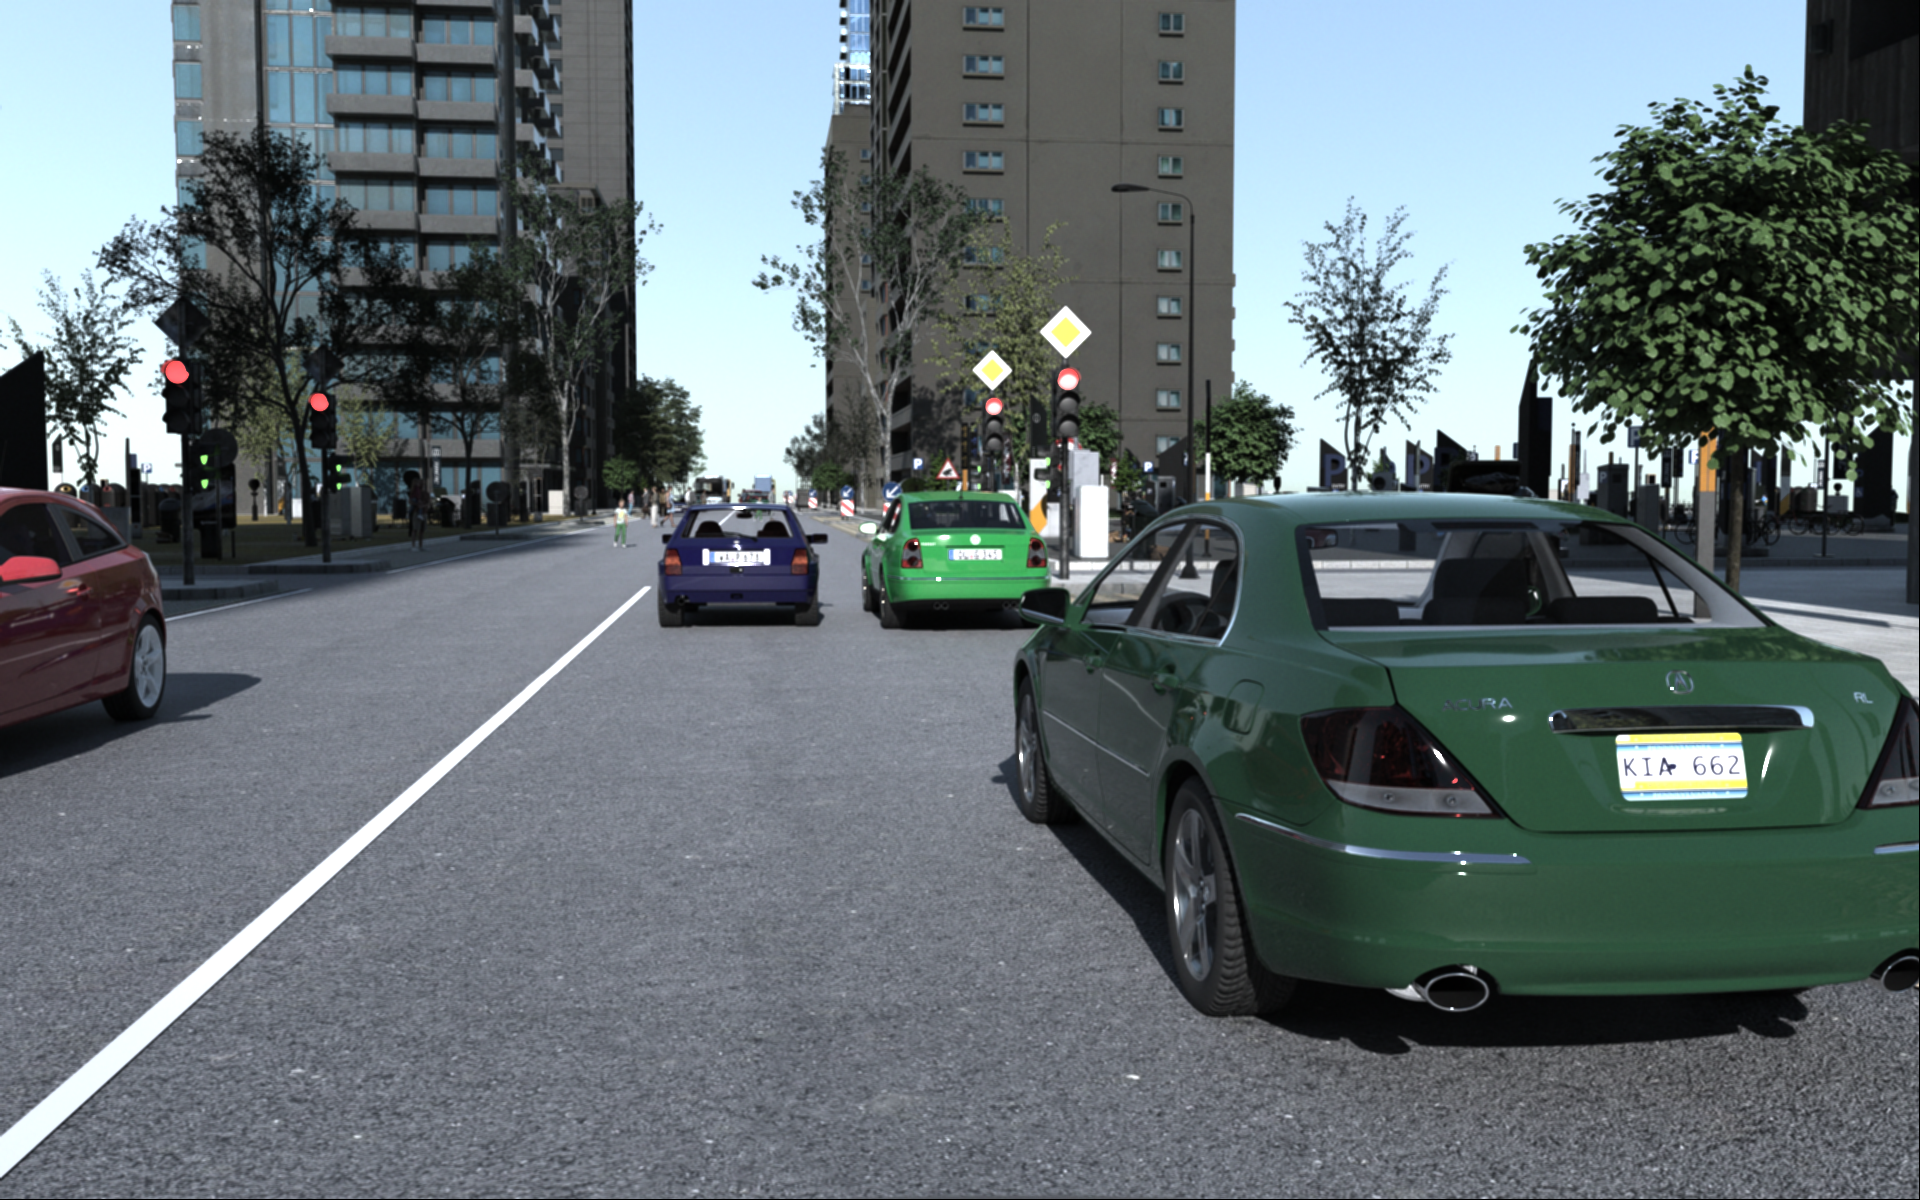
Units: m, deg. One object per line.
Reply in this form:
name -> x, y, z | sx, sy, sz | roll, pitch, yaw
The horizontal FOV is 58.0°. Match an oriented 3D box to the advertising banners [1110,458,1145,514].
advertising banners -> 8.153, -5.322, 83.208 | 2.074, 3.025, 0.090 | 0, 4, -1

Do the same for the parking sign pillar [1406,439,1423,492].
parking sign pillar -> 22.481, -5.891, 84.788 | 1.447, 3.967, 1.447 | 1, 4, 14

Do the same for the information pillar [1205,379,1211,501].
information pillar -> 5.030, -2.680, 35.173 | 0.183, 3.616, 0.504 | 0, 4, 7

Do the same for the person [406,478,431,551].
person -> -13.539, -2.129, 43.291 | 0.573, 1.828, 0.580 | 0, 4, -5

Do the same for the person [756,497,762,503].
person -> -10.415, -4.698, 89.567 | 0.590, 1.304, 0.306 | 2, 4, 35

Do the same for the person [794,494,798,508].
person -> -16.667, -10.289, 177.657 | 0.756, 1.711, 0.436 | -3, 4, -36

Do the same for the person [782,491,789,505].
person -> -18.157, -10.458, 180.012 | 0.750, 1.759, 0.617 | 0, 4, -1

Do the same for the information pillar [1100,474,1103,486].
information pillar -> 5.984, -5.000, 73.106 | 0.183, 3.616, 0.504 | 0, 4, 1

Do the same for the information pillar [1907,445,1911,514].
information pillar -> 44.292, -5.470, 80.792 | 0.183, 3.616, 0.504 | 1, 4, 18

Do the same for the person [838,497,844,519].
person -> -6.630, -5.175, 97.376 | 0.475, 1.303, 0.640 | -2, 4, -23

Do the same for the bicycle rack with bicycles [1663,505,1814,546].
bicycle rack with bicycles -> 19.307, -1.860, 43.786 | 2.925, 0.926, 2.852 | 0, 4, -5

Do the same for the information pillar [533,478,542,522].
information pillar -> -19.520, -4.624, 80.101 | 0.304, 2.012, 0.304 | -2, 4, -35

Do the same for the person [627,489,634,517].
person -> -20.417, -5.995, 107.351 | 0.643, 1.720, 0.563 | -2, 4, -35

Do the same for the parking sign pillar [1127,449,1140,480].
parking sign pillar -> 10.158, -6.980, 102.602 | 1.447, 3.967, 1.447 | -2, 4, -27

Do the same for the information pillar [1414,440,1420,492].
information pillar -> 19.758, -5.109, 74.895 | 0.183, 3.616, 0.504 | 2, 4, 35

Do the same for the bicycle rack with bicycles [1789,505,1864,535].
bicycle rack with bicycles -> 27.337, -2.542, 54.944 | 2.852, 0.926, 2.925 | -2, 4, -30

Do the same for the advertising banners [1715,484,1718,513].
advertising banners -> 32.428, -4.774, 74.247 | 0.090, 3.025, 2.074 | 2, 4, 26

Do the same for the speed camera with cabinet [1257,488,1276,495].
speed camera with cabinet -> 18.363, -6.764, 104.933 | 0.660, 3.252, 2.038 | -1, 4, -23

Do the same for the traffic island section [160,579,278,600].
traffic island section -> -10.963, -0.141, 24.586 | 2.009, 0.180, 2.903 | 0, 4, -7

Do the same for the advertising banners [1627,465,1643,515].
advertising banners -> 39.914, -6.513, 102.675 | 2.074, 3.025, 0.090 | -3, 5, -39

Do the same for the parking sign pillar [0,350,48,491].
parking sign pillar -> -17.624, -2.665, 32.051 | 1.447, 3.967, 1.447 | 2, 4, 28

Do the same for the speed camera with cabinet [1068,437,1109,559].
speed camera with cabinet -> 2.614, -2.495, 35.130 | 0.660, 3.252, 2.038 | 0, 4, -3

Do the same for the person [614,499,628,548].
person -> -9.122, -2.066, 46.525 | 0.306, 1.304, 0.590 | -2, 4, -35

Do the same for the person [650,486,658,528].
person -> -13.064, -3.968, 73.927 | 0.362, 1.759, 0.519 | 0, 4, 3

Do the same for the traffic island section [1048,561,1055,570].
traffic island section -> 0.647, -0.717, 33.999 | 2.009, 0.180, 2.903 | 0, 4, -7

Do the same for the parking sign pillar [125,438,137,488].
parking sign pillar -> -40.051, -5.824, 83.691 | 1.447, 3.967, 1.447 | -2, 4, -28

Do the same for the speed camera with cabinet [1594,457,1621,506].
speed camera with cabinet -> 34.591, -6.023, 92.809 | 2.038, 3.252, 0.660 | 3, 5, 42

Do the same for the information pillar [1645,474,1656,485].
information pillar -> 25.500, -3.639, 63.989 | 0.304, 2.012, 0.304 | 0, 4, 5

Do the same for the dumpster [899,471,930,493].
dumpster -> -1.951, -4.329, 73.278 | 1.502, 2.255, 1.985 | 0, 4, -7

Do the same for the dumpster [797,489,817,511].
dumpster -> -13.234, -8.663, 149.852 | 1.865, 1.857, 1.264 | 0, 4, -7

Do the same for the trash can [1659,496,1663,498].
trash can -> 46.457, -6.334, 115.210 | 0.748, 1.137, 0.748 | 0, 3, 0

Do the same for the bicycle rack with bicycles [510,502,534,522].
bicycle rack with bicycles -> -21.450, -4.176, 81.657 | 2.925, 0.926, 2.852 | -1, 4, -14

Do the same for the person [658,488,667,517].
person -> -18.806, -6.182, 109.664 | 1.348, 1.812, 0.705 | 0, 4, 4

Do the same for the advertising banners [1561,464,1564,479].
advertising banners -> 34.844, -6.397, 100.781 | 0.090, 3.025, 2.074 | 0, 4, 4

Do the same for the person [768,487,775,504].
person -> -10.235, -5.244, 94.335 | 0.391, 1.810, 0.635 | 0, 4, 2

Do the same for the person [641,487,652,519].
person -> -18.114, -5.608, 100.158 | 0.822, 1.834, 0.622 | -3, 4, -36

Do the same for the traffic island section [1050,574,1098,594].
traffic island section -> 1.591, -0.232, 26.070 | 2.009, 0.180, 2.903 | 0, 4, -7

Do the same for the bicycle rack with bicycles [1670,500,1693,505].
bicycle rack with bicycles -> 46.596, -5.968, 110.954 | 2.925, 0.926, 2.852 | 1, 4, 16

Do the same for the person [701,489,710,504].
person -> -20.258, -7.885, 137.424 | 0.705, 1.824, 1.348 | 1, 4, 20

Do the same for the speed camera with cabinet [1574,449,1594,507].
speed camera with cabinet -> 27.331, -5.054, 76.975 | 0.660, 3.252, 2.038 | 0, 4, 0

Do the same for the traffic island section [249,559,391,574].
traffic island section -> -11.907, -0.626, 32.516 | 2.009, 0.180, 2.903 | 0, 4, -7

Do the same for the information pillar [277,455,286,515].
information pillar -> -40.891, -6.915, 104.420 | 0.504, 3.616, 0.183 | -3, 5, -40

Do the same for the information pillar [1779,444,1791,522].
information pillar -> 38.367, -5.454, 80.524 | 0.183, 3.616, 0.504 | -2, 4, -25

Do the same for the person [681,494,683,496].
person -> -31.503, -11.301, 196.499 | 0.991, 1.433, 0.599 | 1, 4, 11

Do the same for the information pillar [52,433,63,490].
information pillar -> -34.838, -4.622, 66.920 | 0.504, 3.616, 0.183 | 2, 4, 27

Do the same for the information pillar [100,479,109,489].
information pillar -> -42.186, -4.950, 85.430 | 0.304, 2.012, 0.304 | 0, 4, -8

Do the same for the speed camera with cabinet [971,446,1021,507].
speed camera with cabinet -> 1.504, -4.759, 72.150 | 2.038, 3.252, 0.660 | -1, 4, -14

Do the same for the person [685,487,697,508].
person -> -15.179, -5.455, 97.782 | 0.679, 1.850, 0.850 | -1, 4, -17

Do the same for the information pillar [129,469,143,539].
information pillar -> -23.741, -2.776, 49.884 | 0.304, 2.012, 0.304 | -1, 4, -22

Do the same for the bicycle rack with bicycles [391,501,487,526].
bicycle rack with bicycles -> -21.601, -3.527, 71.042 | 2.925, 0.926, 2.852 | 1, 4, 21

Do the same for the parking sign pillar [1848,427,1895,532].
parking sign pillar -> 31.062, -4.308, 58.914 | 1.447, 3.967, 1.447 | -1, 4, -22

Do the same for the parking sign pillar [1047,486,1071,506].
parking sign pillar -> 5.561, -6.635, 96.948 | 1.447, 3.967, 1.447 | -1, 4, -14

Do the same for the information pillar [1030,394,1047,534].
information pillar -> 1.830, -3.017, 40.682 | 0.504, 3.616, 0.183 | -3, 4, -39

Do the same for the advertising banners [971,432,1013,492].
advertising banners -> 0.884, -3.248, 49.292 | 0.090, 3.025, 2.074 | -2, 4, -35

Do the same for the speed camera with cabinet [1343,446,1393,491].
speed camera with cabinet -> 16.984, -4.765, 72.247 | 2.038, 3.252, 0.660 | 3, 5, 41

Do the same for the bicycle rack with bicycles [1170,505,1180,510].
bicycle rack with bicycles -> 8.331, -2.785, 58.922 | 2.852, 0.926, 2.925 | 0, 4, 2

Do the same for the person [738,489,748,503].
person -> -16.874, -7.744, 135.107 | 0.705, 1.826, 1.348 | 1, 4, 23

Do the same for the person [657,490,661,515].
person -> -20.916, -6.797, 120.355 | 0.721, 1.735, 1.217 | 3, 5, 43

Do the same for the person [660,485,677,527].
person -> -12.740, -4.103, 75.677 | 0.778, 1.811, 0.616 | 1, 4, 9
